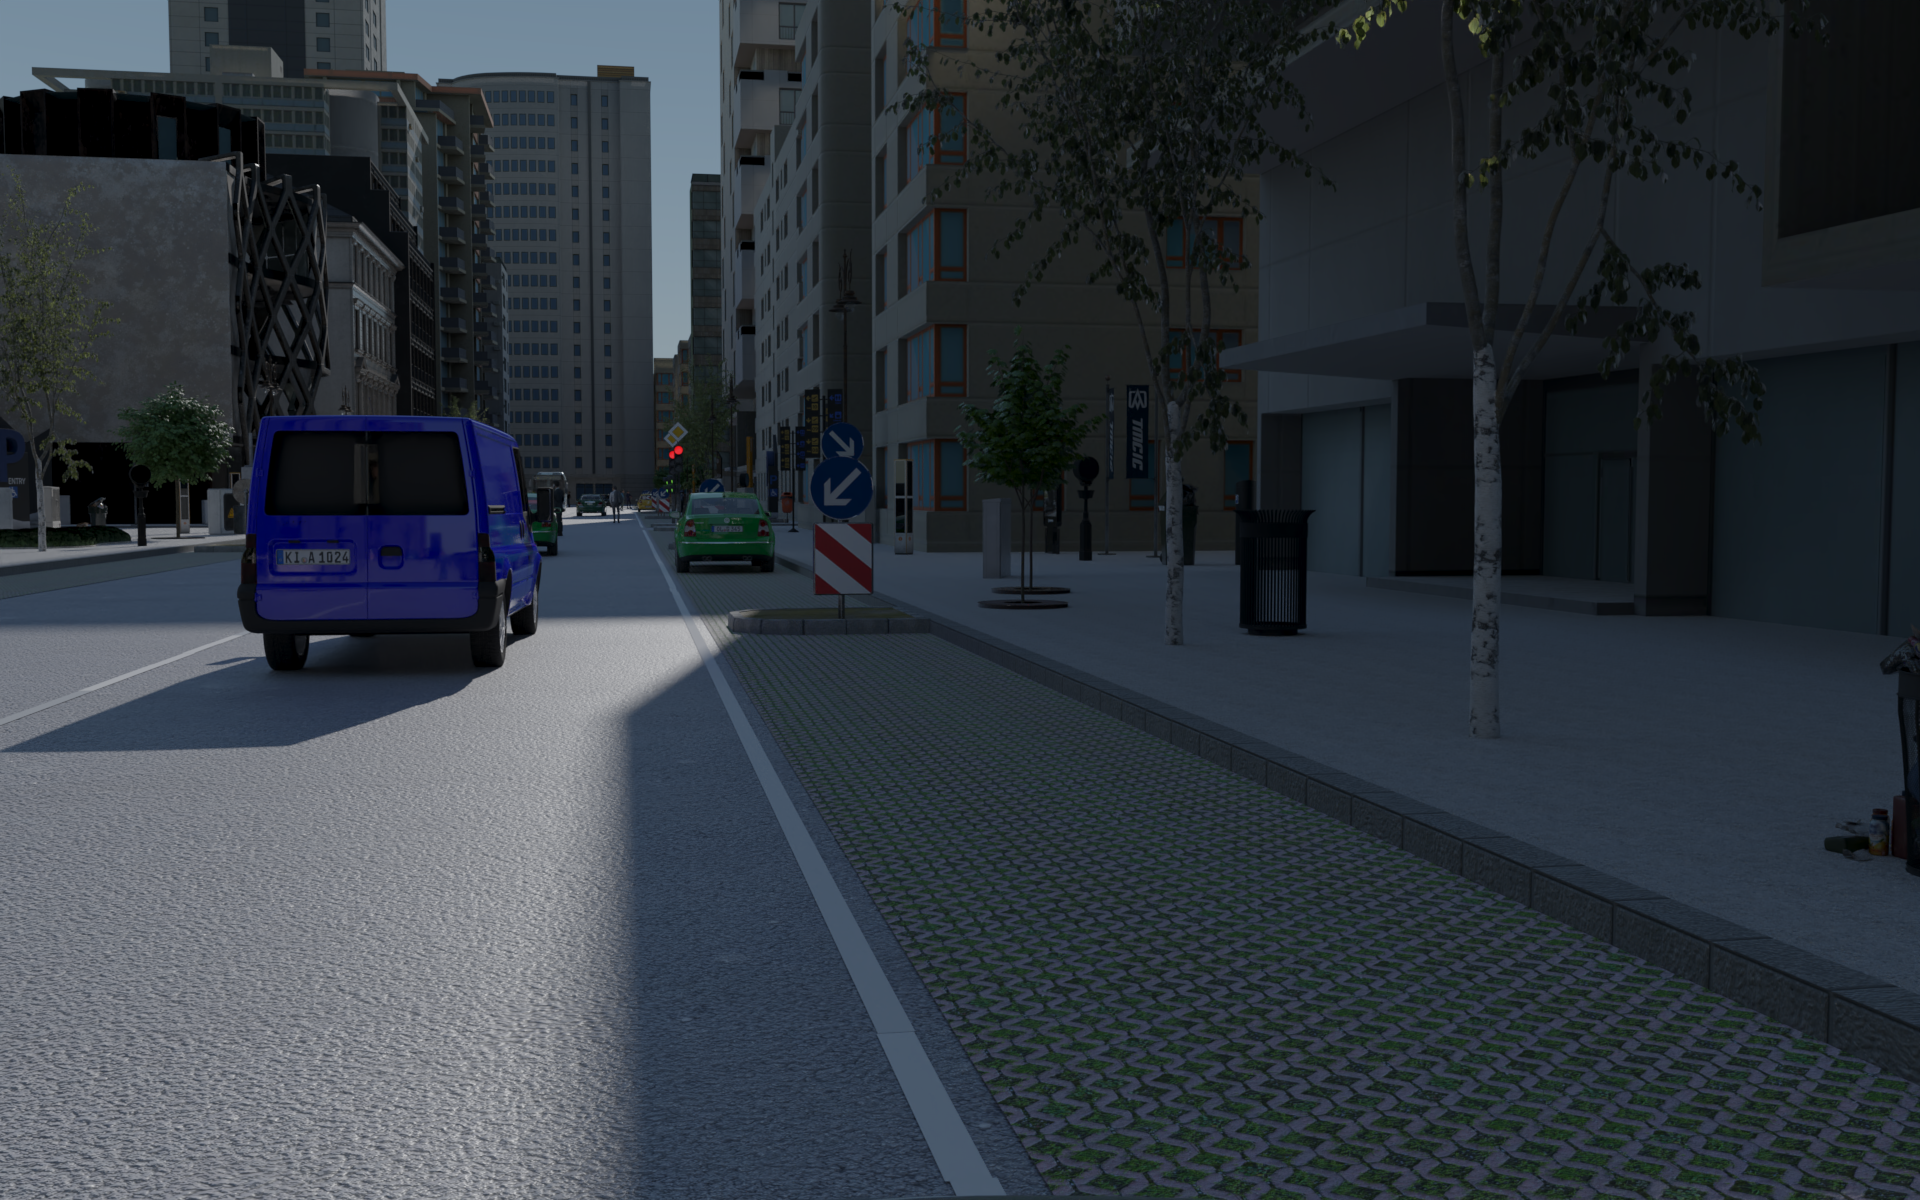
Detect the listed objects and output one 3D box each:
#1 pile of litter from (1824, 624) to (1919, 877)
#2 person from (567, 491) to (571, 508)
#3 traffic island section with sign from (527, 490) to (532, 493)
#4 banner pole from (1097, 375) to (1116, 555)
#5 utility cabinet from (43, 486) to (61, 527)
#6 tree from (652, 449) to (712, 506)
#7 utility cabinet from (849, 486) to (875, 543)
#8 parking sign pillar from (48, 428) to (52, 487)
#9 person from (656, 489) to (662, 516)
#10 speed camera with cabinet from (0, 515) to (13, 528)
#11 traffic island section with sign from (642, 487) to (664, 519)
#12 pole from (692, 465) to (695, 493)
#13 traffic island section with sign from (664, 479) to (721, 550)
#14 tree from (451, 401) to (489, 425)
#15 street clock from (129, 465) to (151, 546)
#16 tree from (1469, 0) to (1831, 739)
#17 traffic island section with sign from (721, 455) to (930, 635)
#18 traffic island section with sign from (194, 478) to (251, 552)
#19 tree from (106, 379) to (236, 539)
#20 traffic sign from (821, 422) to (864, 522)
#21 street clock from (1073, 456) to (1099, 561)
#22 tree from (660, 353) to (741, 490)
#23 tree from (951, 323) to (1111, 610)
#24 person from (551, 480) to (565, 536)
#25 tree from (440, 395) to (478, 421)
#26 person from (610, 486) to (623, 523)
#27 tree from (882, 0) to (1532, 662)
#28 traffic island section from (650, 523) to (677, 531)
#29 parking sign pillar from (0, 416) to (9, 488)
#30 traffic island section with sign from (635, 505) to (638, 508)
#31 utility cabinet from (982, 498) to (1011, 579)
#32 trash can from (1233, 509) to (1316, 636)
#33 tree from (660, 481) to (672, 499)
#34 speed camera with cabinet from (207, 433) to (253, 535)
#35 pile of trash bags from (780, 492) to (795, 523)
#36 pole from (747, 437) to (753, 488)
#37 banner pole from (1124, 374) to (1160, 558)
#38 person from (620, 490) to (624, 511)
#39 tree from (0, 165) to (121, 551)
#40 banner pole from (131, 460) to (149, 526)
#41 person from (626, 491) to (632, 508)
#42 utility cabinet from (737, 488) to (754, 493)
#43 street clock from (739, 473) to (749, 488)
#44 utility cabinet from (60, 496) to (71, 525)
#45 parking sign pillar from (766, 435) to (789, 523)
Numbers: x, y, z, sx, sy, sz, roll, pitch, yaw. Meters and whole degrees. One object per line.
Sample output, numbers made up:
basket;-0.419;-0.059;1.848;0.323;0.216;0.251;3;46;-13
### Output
pile of litter;3.620;0.497;5.847;1.176;0.858;1.719;1;4;16
person;-41.134;-10.549;181.801;0.721;1.723;1.217;-2;4;-35
traffic island section with sign;-42.962;-10.061;173.119;1.989;1.847;2.006;-1;4;-11
banner pole;3.130;-2.826;36.221;0.401;3.779;0.863;0;4;-7
utility cabinet;-26.070;-2.508;49.680;0.318;1.500;1.173;-1;4;-18
tree;-19.055;-8.482;122.399;4.285;4.588;4.351;0;3;0
utility cabinet;-2.578;-2.236;45.233;0.318;1.500;1.173;-2;4;-25
parking sign pillar;-37.692;-5.014;70.445;1.447;3.967;1.447;-3;5;-40
person;-18.595;-6.018;107.468;0.480;1.755;0.524;0;4;3
speed camera with cabinet;-25.954;-3.133;45.566;2.038;3.252;0.660;1;4;18
traffic island section with sign;-17.191;-5.581;99.884;1.989;1.847;2.006;-1;4;-11
pole;-18.347;-7.680;119.404;0.158;3.312;0.155;0;3;0
traffic island section with sign;-6.598;-2.231;45.109;1.989;1.847;2.006;-1;4;-11
tree;-38.740;-11.394;136.660;4.360;8.622;3.978;0;3;0
street clock;-20.152;-2.327;42.618;0.471;2.002;0.358;-2;4;-34
tree;2.891;-3.567;8.690;4.360;8.622;3.978;0;3;0
traffic island section with sign;-1.455;-0.601;18.455;1.989;1.847;2.006;-1;4;-11
traffic island section with sign;-17.887;-2.121;43.302;1.989;1.847;2.006;-1;4;-11
tree;-22.591;-4.037;49.712;4.285;4.588;4.351;0;3;0
traffic sign;-2.094;-1.877;30.787;0.768;2.556;0.104;-1;4;-9
street clock;2.420;-1.758;33.307;0.471;2.002;0.358;-2;4;-26
tree;-13.168;-8.496;89.266;4.737;8.622;4.395;0;3;0
tree;0.661;-1.539;19.769;1.663;3.219;1.824;0;3;0
person;-13.764;-3.130;59.044;0.474;1.900;0.648;0;4;-2
tree;-36.836;-10.885;128.339;4.737;8.622;4.395;0;3;0
person;-16.948;-4.701;85.468;0.679;1.850;0.850;-1;4;-20
tree;1.614;-3.917;14.399;4.360;8.622;3.978;0;3;0
traffic island section;-12.443;-3.246;75.353;2.009;0.180;2.903;-1;4;-11
parking sign pillar;-28.514;-3.874;51.804;1.447;3.967;1.447;1;4;12
traffic island section with sign;-31.749;-10.192;175.268;1.989;1.847;2.006;-1;4;-11
utility cabinet;0.565;-0.954;26.759;0.306;1.237;1.020;1;4;10
trash can;2.865;-0.255;15.831;0.748;1.137;0.748;0;3;0
tree;-30.604;-11.495;182.551;1.663;3.219;1.824;0;3;0
speed camera with cabinet;-23.044;-3.732;55.352;0.660;3.252;2.038;2;4;25
pile of trash bags;-8.968;-4.038;75.769;3.447;1.369;1.912;0;4;-6
pole;-7.493;-4.153;61.746;0.158;3.312;0.155;0;3;0
banner pole;3.735;-2.748;34.940;0.863;3.779;0.401;-1;4;-8
person;-28.090;-8.265;143.974;0.444;1.785;0.601;1;4;17
tree;-20.556;-5.375;38.247;4.360;8.622;3.978;0;3;0
banner pole;-33.520;-4.939;70.776;0.401;3.779;0.863;2;4;27
person;-32.856;-9.983;172.166;0.568;1.767;0.683;2;4;27
utility cabinet;-7.349;-3.091;59.221;0.318;1.500;1.173;0;4;7
street clock;-7.475;-3.396;60.089;0.358;2.002;0.471;1;4;10
utility cabinet;-37.597;-3.723;72.033;1.020;1.237;0.306;-2;4;-34
parking sign pillar;-8.426;-5.468;77.867;1.447;3.967;1.447;-1;4;-10
